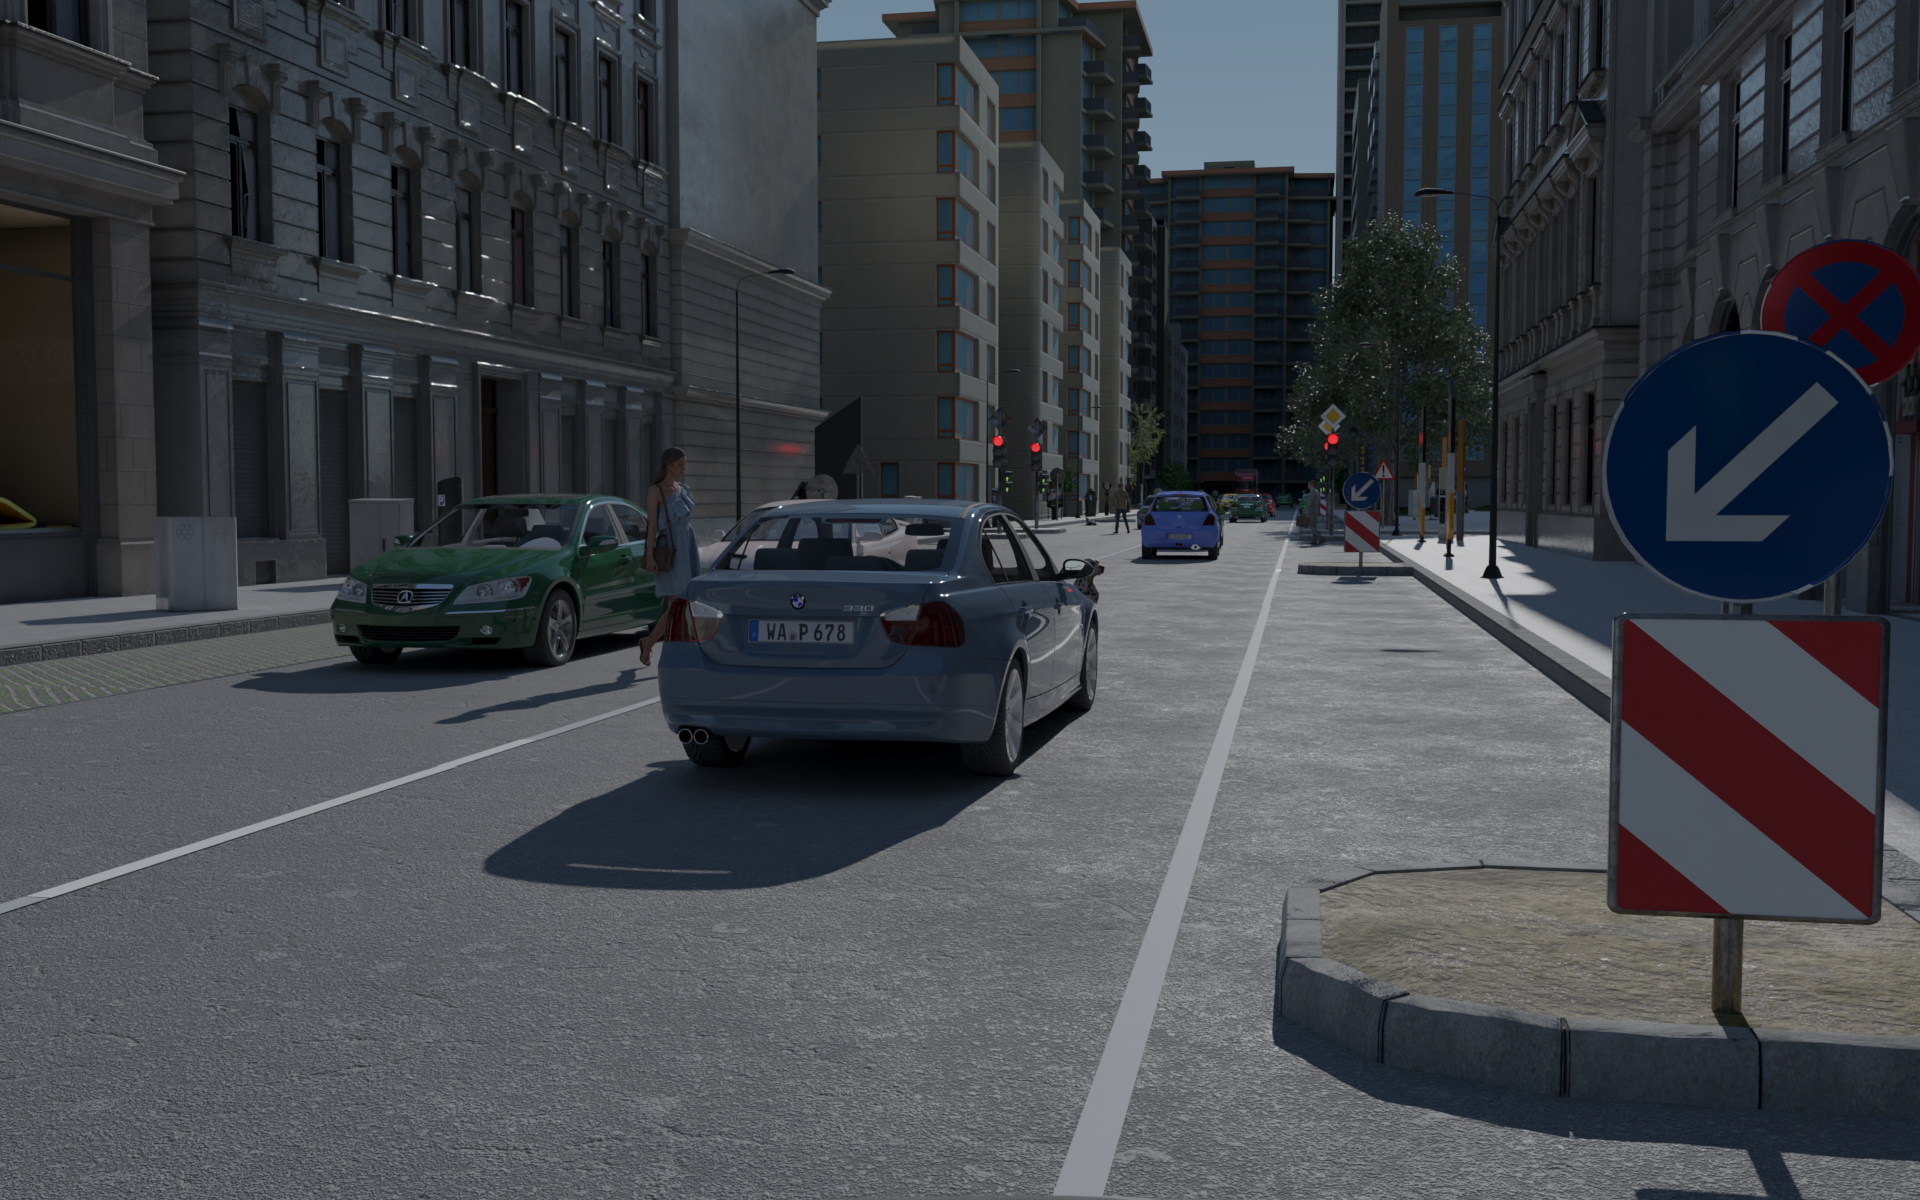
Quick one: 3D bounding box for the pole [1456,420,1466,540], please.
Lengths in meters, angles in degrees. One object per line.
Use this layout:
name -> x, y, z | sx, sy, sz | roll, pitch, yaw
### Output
pole -> 13.876, -3.311, 47.974 | 0.158, 3.312, 0.155 | 0, 3, 0

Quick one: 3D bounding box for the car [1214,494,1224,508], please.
car -> 24.470, -9.019, 159.256 | 2.131, 1.459, 4.920 | 1, 4, 12

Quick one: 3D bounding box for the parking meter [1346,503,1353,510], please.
parking meter -> 25.766, -6.658, 114.567 | 0.399, 1.863, 0.255 | 2, 4, 31

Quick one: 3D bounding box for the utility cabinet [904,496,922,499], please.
utility cabinet -> -1.417, -2.540, 52.690 | 0.306, 1.237, 1.020 | 1, 4, 13

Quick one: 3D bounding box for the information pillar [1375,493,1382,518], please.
information pillar -> 21.294, -5.106, 87.972 | 0.304, 2.012, 0.304 | 2, 4, 30

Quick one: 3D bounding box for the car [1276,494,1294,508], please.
car -> 34.702, -10.778, 185.020 | 1.959, 1.807, 4.718 | 1, 4, 12

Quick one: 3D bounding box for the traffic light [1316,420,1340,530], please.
traffic light -> 13.106, -4.450, 61.677 | 0.839, 4.253, 0.868 | 1, 4, 11

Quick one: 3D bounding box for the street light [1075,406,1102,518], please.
street light -> 6.784, -7.280, 91.562 | 1.470, 5.913, 1.316 | 1, 4, 11

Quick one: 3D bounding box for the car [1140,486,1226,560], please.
car -> 5.031, -1.812, 39.220 | 1.945, 1.707, 3.694 | 1, 4, 9

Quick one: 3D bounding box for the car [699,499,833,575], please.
car -> -1.779, -0.503, 20.587 | 2.083, 1.381, 4.827 | 1, 4, 13

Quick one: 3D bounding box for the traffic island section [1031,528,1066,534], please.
traffic island section -> 2.802, -2.541, 63.823 | 2.009, 0.180, 2.903 | 1, 4, 11

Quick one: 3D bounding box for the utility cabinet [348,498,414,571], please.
utility cabinet -> -8.330, -0.842, 24.936 | 1.020, 1.237, 0.306 | 2, 4, 29

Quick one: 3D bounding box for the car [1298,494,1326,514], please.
car -> 25.300, -7.073, 124.447 | 1.959, 1.807, 4.718 | 1, 4, 11

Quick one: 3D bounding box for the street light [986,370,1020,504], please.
street light -> 1.552, -5.647, 64.867 | 1.470, 5.913, 1.316 | 1, 4, 11

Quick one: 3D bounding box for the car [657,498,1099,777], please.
car -> -0.284, 0.110, 10.208 | 2.014, 1.417, 4.499 | 1, 4, 13

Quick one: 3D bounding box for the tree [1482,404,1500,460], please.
tree -> 36.323, -10.150, 116.319 | 4.360, 8.622, 3.978 | 0, 3, 0

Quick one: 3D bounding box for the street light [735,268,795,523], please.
street light -> -4.090, -3.875, 35.892 | 1.470, 5.913, 1.316 | 1, 4, 11

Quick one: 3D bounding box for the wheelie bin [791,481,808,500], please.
wheelie bin -> -3.584, -2.039, 41.247 | 0.693, 1.594, 0.980 | 2, 4, 28

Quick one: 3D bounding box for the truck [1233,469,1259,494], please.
truck -> 32.494, -12.688, 196.361 | 2.839, 4.237, 11.283 | 1, 4, 11

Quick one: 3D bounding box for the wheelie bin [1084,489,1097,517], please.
wheelie bin -> 7.460, -5.555, 98.739 | 0.693, 1.594, 0.980 | -1, 4, -11

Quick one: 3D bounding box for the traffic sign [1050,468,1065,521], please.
traffic sign -> 4.670, -5.086, 83.263 | 0.768, 2.556, 0.104 | 1, 4, 18

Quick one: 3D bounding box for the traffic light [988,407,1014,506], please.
traffic light -> 1.292, -4.093, 55.846 | 0.839, 4.253, 0.868 | 1, 4, 11

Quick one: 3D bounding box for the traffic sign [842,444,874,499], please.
traffic sign -> -2.665, -2.767, 45.245 | 0.884, 2.594, 0.081 | 1, 4, 17

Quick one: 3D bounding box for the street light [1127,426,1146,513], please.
street light -> 12.014, -8.912, 118.257 | 1.470, 5.913, 1.316 | 1, 4, 11

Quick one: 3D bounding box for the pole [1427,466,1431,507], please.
pole -> 32.241, -7.663, 119.140 | 0.158, 3.312, 0.155 | 0, 3, 0

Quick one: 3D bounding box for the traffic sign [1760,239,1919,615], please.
traffic sign -> 4.435, -0.530, 8.766 | 0.768, 2.556, 0.104 | 1, 4, 17

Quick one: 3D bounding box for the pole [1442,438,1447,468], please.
pole -> 17.479, -4.204, 62.577 | 0.158, 3.312, 0.155 | 0, 3, 0

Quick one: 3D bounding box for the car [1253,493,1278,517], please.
car -> 18.861, -6.098, 108.746 | 2.155, 1.783, 4.494 | 1, 4, 13

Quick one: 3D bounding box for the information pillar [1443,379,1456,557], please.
information pillar -> 9.988, -2.684, 35.243 | 0.183, 3.616, 0.504 | 1, 4, 8

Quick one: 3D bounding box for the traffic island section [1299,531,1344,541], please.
traffic island section -> 11.596, -1.937, 53.949 | 2.009, 0.180, 2.903 | 1, 4, 11

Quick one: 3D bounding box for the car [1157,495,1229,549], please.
car -> 6.181, -2.137, 46.743 | 2.131, 1.459, 4.920 | 1, 4, 10

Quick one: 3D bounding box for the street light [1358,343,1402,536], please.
street light -> 12.903, -4.933, 53.199 | 1.470, 5.913, 1.316 | 1, 4, 11

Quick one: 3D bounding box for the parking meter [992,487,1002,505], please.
parking meter -> 1.417, -3.558, 66.584 | 0.372, 1.533, 0.369 | 0, 3, 0

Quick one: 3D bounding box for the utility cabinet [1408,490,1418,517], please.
utility cabinet -> 25.316, -5.354, 96.218 | 0.318, 1.500, 1.173 | 3, 5, 40

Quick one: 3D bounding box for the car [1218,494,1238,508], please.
car -> 21.965, -7.965, 140.447 | 2.015, 1.641, 3.980 | 1, 4, 12

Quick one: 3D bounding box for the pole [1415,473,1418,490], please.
pole -> 30.781, -7.517, 116.742 | 0.158, 3.312, 0.155 | 0, 3, 0

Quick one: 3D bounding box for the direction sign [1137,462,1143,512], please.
direction sign -> 12.872, -8.075, 124.020 | 0.379, 3.537, 0.876 | -1, 4, -21

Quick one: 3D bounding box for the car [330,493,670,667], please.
car -> -3.927, -0.257, 15.994 | 2.131, 1.459, 4.920 | 1, 4, 11

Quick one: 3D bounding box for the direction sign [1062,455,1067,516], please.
direction sign -> 6.005, -6.549, 99.073 | 0.379, 3.537, 0.876 | 0, 4, 6

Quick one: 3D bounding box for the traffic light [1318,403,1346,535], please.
traffic light -> 11.559, -3.971, 53.843 | 0.839, 4.253, 0.868 | 1, 4, 11

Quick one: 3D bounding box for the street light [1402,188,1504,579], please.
street light -> 7.600, -3.293, 26.386 | 1.470, 5.913, 1.316 | 1, 4, 11

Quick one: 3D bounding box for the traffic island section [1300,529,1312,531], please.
traffic island section -> 13.143, -2.416, 61.783 | 2.009, 0.180, 2.903 | 1, 4, 11

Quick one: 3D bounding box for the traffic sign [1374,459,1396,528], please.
traffic sign -> 15.795, -3.953, 64.629 | 0.884, 2.594, 0.081 | 1, 4, 17

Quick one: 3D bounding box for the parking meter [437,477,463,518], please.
parking meter -> -7.585, -1.064, 25.807 | 0.372, 1.533, 0.369 | 0, 3, 0

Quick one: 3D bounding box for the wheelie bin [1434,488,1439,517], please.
wheelie bin -> 26.510, -5.335, 95.143 | 0.980, 1.594, 0.693 | -1, 4, -17

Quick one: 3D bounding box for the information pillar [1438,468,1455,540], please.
information pillar -> 13.503, -2.665, 48.066 | 0.304, 2.012, 0.304 | -2, 4, -27

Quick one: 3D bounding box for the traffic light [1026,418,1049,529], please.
traffic light -> 2.839, -4.572, 63.681 | 0.839, 4.253, 0.868 | 1, 4, 11

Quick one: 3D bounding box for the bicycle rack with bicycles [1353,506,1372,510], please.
bicycle rack with bicycles -> 28.576, -6.599, 121.275 | 2.925, 0.926, 2.852 | 0, 4, -5

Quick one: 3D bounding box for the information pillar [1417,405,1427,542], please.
information pillar -> 12.293, -3.346, 46.057 | 0.183, 3.616, 0.504 | 0, 4, 3

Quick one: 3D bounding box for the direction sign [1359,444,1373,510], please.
direction sign -> 18.238, -5.251, 77.855 | 0.876, 3.537, 0.379 | -2, 4, -33

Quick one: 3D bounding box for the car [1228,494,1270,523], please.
car -> 14.791, -4.704, 88.707 | 2.131, 1.459, 4.920 | 1, 4, 12

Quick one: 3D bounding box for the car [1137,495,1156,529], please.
car -> 8.414, -3.675, 72.090 | 2.014, 1.417, 4.499 | 1, 4, 12
